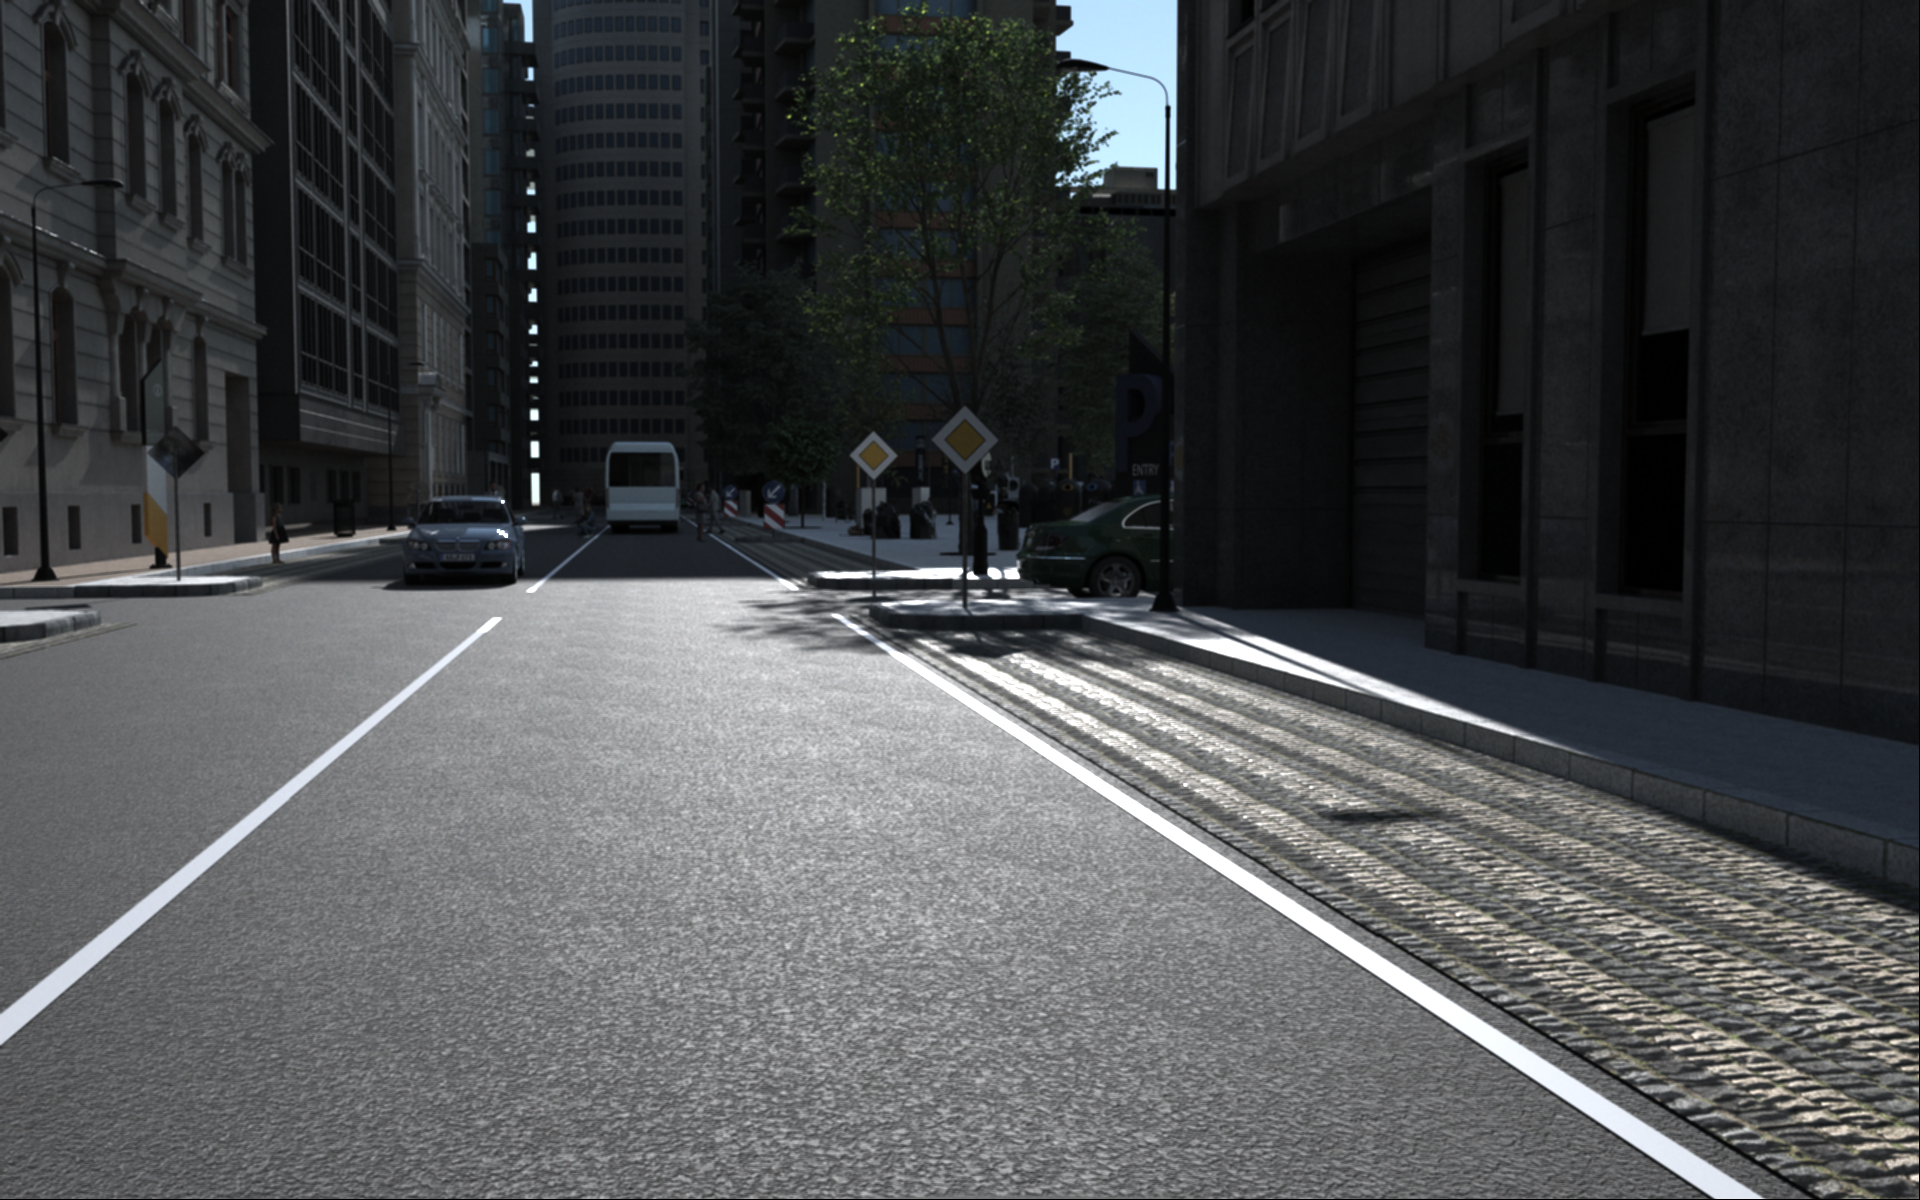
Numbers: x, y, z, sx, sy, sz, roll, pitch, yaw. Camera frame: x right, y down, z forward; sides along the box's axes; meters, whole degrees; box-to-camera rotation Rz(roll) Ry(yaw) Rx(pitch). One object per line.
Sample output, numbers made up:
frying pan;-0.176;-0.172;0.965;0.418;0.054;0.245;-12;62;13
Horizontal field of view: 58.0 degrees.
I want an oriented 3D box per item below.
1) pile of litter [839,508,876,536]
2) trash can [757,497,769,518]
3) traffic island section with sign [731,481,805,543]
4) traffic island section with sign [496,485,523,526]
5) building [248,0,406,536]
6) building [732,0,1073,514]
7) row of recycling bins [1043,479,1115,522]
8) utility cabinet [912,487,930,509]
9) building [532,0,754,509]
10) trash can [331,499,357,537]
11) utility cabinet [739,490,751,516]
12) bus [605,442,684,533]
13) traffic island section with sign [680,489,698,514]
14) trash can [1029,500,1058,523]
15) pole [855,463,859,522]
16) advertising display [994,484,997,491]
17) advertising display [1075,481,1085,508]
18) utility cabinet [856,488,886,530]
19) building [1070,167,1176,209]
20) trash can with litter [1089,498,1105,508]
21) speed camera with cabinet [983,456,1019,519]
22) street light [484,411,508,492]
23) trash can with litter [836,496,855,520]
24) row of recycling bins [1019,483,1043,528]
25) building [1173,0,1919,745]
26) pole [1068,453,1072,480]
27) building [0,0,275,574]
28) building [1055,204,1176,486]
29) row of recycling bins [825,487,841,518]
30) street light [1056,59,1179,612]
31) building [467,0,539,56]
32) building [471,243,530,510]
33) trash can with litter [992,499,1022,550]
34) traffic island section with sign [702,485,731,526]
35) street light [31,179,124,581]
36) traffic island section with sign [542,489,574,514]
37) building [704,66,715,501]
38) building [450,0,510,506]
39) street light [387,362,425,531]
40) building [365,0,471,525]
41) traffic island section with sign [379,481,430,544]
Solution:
pile of litter;-2.965;-2.429;53.675;1.719;0.858;1.176;-1;4;-19
trash can;-10.686;-5.040;94.052;0.748;1.137;0.748;0;3;0
traffic island section with sign;-5.710;-2.631;51.652;1.989;1.847;2.006;-1;4;-10
traffic island section with sign;-20.553;-4.195;77.224;1.989;1.847;2.006;-1;4;-10
building;-27.645;-16.169;57.874;14.314;27.812;24.014;-1;4;-10
building;-4.565;-28.588;122.039;22.147;44.769;28.867;-1;4;-10
row of recycling bins;4.128;-2.474;47.558;3.534;1.692;1.069;2;4;35
utility cabinet;-1.273;-2.891;55.952;0.318;1.500;1.173;1;4;13
building;-32.694;-39.838;193.344;28.212;58.520;21.231;-1;4;-10
trash can;-18.477;-2.467;51.988;0.748;1.137;0.748;0;3;0
utility cabinet;-12.176;-5.478;98.237;0.318;1.500;1.173;-2;4;-26
bus;-12.245;-4.449;67.598;2.948;3.499;13.247;-1;4;-9
traffic island section with sign;-19.439;-7.285;127.736;1.989;1.847;2.006;-1;4;-10
trash can;2.084;-1.934;43.281;0.748;1.137;0.748;0;3;0
pole;-4.706;-5.219;79.167;0.158;3.312;0.155;0;3;0
advertising display;2.156;-5.426;93.927;0.123;1.923;0.974;-2;4;-31
advertising display;5.573;-4.838;84.312;0.974;1.923;0.123;1;4;14
utility cabinet;-3.132;-3.194;60.907;1.173;1.500;0.318;-3;5;-45
building;20.806;-31.596;208.481;23.993;40.220;32.217;-1;4;-10
trash can with litter;2.384;-1.391;33.807;1.678;1.210;2.233;3;4;39
speed camera with cabinet;2.042;-5.858;90.107;2.038;3.252;0.660;0;4;-4
street light;-25.929;-7.596;96.732;1.470;5.913;1.316;-1;4;-10
trash can with litter;-5.670;-4.596;86.540;1.055;1.170;0.624;1;4;15
row of recycling bins;3.800;-3.583;65.687;3.534;1.692;1.069;2;4;30
building;10.142;-11.782;10.656;12.078;24.808;19.932;-1;4;-10
pole;5.438;-5.620;85.726;0.158;3.312;0.155;0;3;0
building;-23.067;-15.102;34.306;14.401;28.519;23.554;-1;4;-10
building;15.693;-24.762;176.554;14.107;30.474;14.160;-1;4;-10
row of recycling bins;-7.144;-5.459;96.363;1.069;1.692;3.534;0;4;-5
street light;1.712;-2.827;18.763;1.470;5.913;1.316;-1;4;-10
building;-54.257;-32.974;158.740;30.456;49.044;23.786;-1;4;-10
building;-47.966;-17.515;131.402;27.650;21.520;28.899;-1;4;-10
trash can with litter;1.094;-1.742;39.868;0.624;1.170;1.055;0;4;8
traffic island section with sign;-10.499;-4.254;78.180;1.989;1.847;2.006;-1;4;-10
street light;-13.032;-3.245;25.599;1.470;5.913;1.316;-1;4;-10
traffic island section with sign;-29.414;-7.202;126.377;1.989;1.847;2.006;-1;4;-10
building;-17.960;-29.781;170.513;14.154;41.232;14.086;-1;4;-10
building;-38.988;-40.843;106.033;20.563;71.187;20.611;-1;4;-10
street light;-19.508;-5.410;60.996;1.470;5.913;1.316;-1;4;-10
building;-30.240;-17.973;79.758;13.634;28.700;20.117;-1;4;-10
traffic island section with sign;-15.688;-2.544;50.228;1.989;1.847;2.006;-1;4;-10
